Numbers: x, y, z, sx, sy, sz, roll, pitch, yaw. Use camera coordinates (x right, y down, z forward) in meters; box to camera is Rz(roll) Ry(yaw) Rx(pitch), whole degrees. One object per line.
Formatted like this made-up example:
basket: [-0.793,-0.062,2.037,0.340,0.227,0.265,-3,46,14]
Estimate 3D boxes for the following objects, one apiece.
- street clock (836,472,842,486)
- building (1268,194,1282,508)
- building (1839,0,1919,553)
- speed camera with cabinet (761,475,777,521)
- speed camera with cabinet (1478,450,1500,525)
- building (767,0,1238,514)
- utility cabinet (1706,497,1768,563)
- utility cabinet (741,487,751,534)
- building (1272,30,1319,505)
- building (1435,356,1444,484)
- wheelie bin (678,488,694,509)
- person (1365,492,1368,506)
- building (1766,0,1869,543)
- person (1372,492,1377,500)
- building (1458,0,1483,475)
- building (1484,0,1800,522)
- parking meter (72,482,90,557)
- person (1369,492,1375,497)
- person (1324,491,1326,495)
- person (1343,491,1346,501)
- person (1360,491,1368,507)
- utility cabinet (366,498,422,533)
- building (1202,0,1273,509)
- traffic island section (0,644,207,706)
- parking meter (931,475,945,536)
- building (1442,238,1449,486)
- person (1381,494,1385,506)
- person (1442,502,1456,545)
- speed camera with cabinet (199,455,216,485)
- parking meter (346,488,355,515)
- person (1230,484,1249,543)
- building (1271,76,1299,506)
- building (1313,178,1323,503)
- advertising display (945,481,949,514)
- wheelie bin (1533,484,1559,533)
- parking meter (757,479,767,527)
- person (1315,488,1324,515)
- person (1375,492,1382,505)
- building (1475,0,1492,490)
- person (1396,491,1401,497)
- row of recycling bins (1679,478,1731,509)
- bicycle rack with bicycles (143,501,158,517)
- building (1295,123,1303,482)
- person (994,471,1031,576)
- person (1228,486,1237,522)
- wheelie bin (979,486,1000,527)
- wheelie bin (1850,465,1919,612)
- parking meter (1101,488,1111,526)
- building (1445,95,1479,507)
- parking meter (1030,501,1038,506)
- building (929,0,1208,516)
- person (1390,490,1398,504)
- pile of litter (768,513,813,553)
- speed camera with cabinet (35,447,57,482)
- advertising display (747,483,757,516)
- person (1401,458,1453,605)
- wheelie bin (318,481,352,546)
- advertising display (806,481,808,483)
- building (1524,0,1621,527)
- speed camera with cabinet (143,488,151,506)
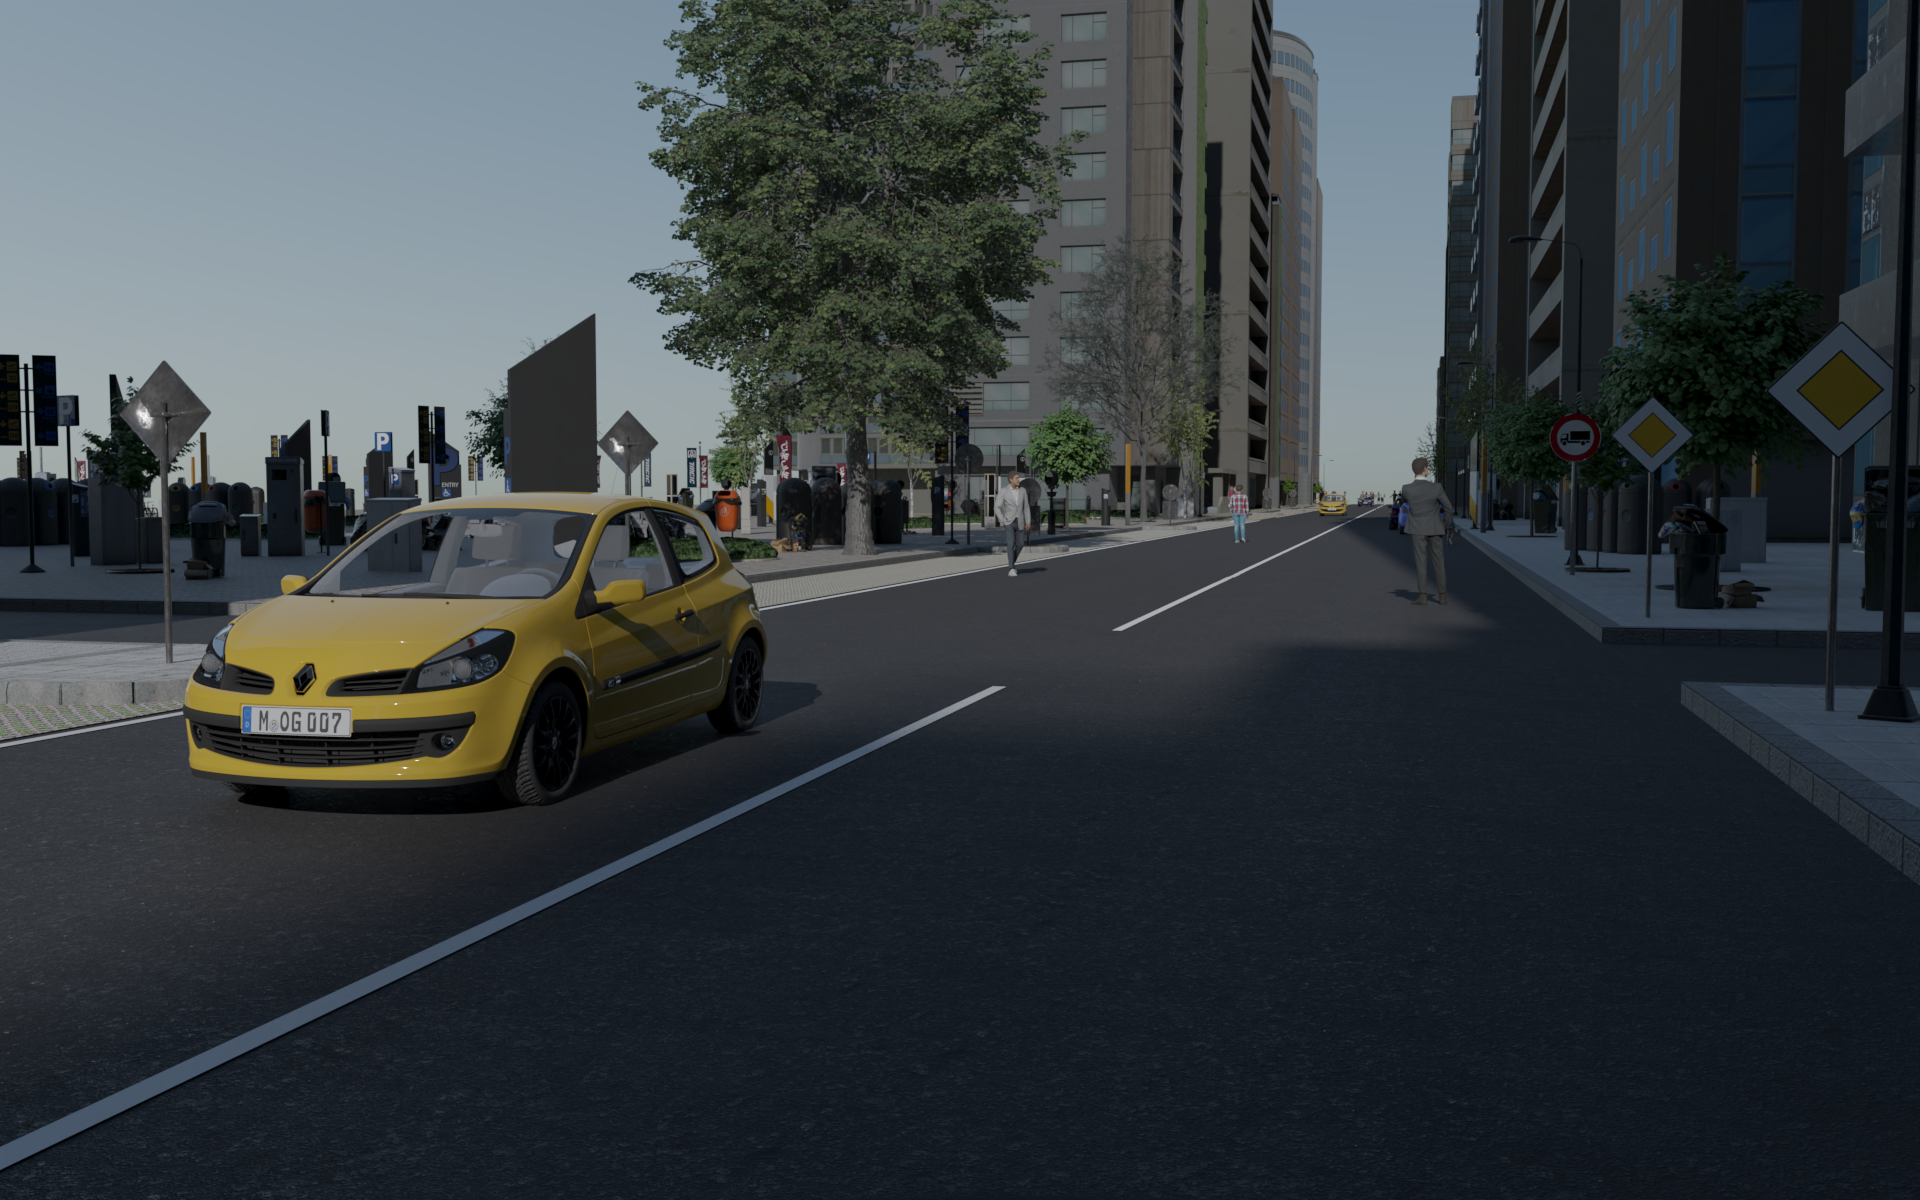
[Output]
street clock: [-4.121,-3.237,57.499,0.358,2.002,0.471,1,4,19]
building: [22.369,-23.858,161.783,14.160,30.474,14.107,1,4,14]
building: [29.864,-24.771,24.611,30.456,49.044,23.786,1,4,14]
speed camera with cabinet: [-8.928,-5.456,83.542,0.660,3.252,2.038,-2,4,-29]
speed camera with cabinet: [22.401,-4.846,73.562,0.660,3.252,2.038,2,4,32]
building: [3.220,-26.383,123.246,32.217,40.220,23.993,1,4,14]
utility cabinet: [14.512,-1.299,32.403,1.020,1.237,0.306,0,4,6]
utility cabinet: [-6.862,-2.868,55.563,0.318,1.500,1.173,0,4,-7]
building: [33.832,-41.495,220.439,21.231,58.520,28.212,1,4,14]
building: [77.072,-23.395,227.539,27.650,21.520,28.899,1,4,14]
wheelie bin: [-13.941,-4.913,88.234,0.693,1.594,0.980,2,4,34]
person: [50.537,-12.605,215.307,1.217,1.735,0.721,2,4,27]
building: [27.207,-24.432,49.570,14.600,45.320,14.200,1,4,14]
person: [58.301,-14.383,244.180,0.721,1.766,1.217,-3,5,-41]
building: [54.503,-32.090,144.285,23.786,49.044,30.456,1,4,14]
building: [36.916,-27.283,96.187,14.600,45.320,14.200,1,4,14]
parking meter: [-18.067,-1.662,35.580,0.372,1.533,0.369,0,3,0]
person: [51.674,-12.739,217.504,1.217,1.743,0.721,-2,4,-24]
person: [39.474,-10.907,187.376,0.434,1.755,0.990,2,4,31]
person: [41.106,-10.779,185.517,0.721,1.735,1.217,0,4,7]
person: [44.816,-11.197,192.104,0.750,1.759,0.617,-1,4,-15]
utility cabinet: [-9.425,-1.081,28.839,1.020,1.237,0.306,2,4,30]
building: [14.193,-31.802,143.667,21.300,48.544,21.600,1,4,14]
traffic island section: [-6.012,0.560,13.129,2.009,0.180,2.903,1,4,14]
parking meter: [-0.691,-2.922,53.479,0.399,1.863,0.255,1,4,13]
building: [61.579,-25.863,194.568,14.160,30.474,14.107,1,4,14]
person: [51.600,-12.200,211.161,0.799,1.438,0.628,3,5,45]
person: [13.739,-2.160,48.825,0.382,1.210,0.505,-3,4,-37]
speed camera with cabinet: [-37.569,-5.740,88.178,2.038,3.252,0.660,-3,5,-40]
parking meter: [-26.011,-4.005,73.900,0.372,1.533,0.369,0,3,0]
person: [8.206,-2.543,50.915,0.563,1.720,0.643,1,4,19]
building: [27.639,-32.671,184.288,14.600,45.320,14.200,1,4,14]
building: [42.737,-36.104,240.410,14.600,45.320,14.200,1,4,14]
advertising display: [-0.912,-4.718,82.347,0.123,1.923,0.974,3,5,43]
wheelie bin: [19.117,-2.981,56.647,0.693,1.594,0.980,3,5,42]
parking meter: [-7.759,-3.797,67.785,0.255,1.863,0.399,-2,4,-33]
person: [24.474,-6.669,117.548,0.705,1.822,1.348,3,5,41]
person: [57.294,-13.918,236.845,1.217,1.735,0.721,3,4,36]
building: [45.841,-35.106,115.988,21.231,58.520,28.212,1,4,14]
person: [50.871,-11.725,200.140,1.348,1.831,0.705,0,4,-4]
row of recycling bins: [18.145,-2.327,45.155,3.534,1.692,1.069,1,4,14]
bicycle rack with bicycles: [-40.410,-4.365,84.754,2.852,0.926,2.925,1,4,18]
building: [31.607,-33.548,198.621,14.600,45.320,14.200,1,4,14]
person: [0.906,-1.353,30.475,0.661,1.843,0.795,-1,4,-20]
person: [13.715,-4.792,86.827,0.580,1.828,0.573,2,4,28]
wheelie bin: [1.146,-3.582,66.468,0.693,1.594,0.980,-2,4,-34]
wheelie bin: [10.324,-0.681,19.046,0.980,1.594,0.693,2,4,28]
parking meter: [5.912,-3.779,70.198,0.372,1.533,0.369,0,3,0]
building: [57.777,-30.331,179.499,14.154,41.232,14.086,1,4,14]
parking meter: [2.809,-3.568,66.747,0.372,1.533,0.369,0,3,0]
building: [6.785,-25.621,102.491,14.154,41.232,14.086,1,4,14]
person: [49.220,-11.507,196.275,0.705,1.869,1.348,-3,4,-37]
pile of litter: [-3.867,-1.515,38.728,1.176,0.858,1.719,1,4,22]
speed camera with cabinet: [-38.366,-4.743,71.889,0.660,3.252,2.038,0,4,6]
advertising display: [-12.016,-5.860,101.021,0.974,1.923,0.123,1,4,21]
person: [6.023,-0.891,22.437,0.648,1.900,0.474,0,4,3]
wheelie bin: [-15.741,-2.169,43.366,0.980,1.594,0.693,-1,4,-17]
advertising display: [-7.215,-4.948,86.117,0.974,1.923,0.123,0,4,2]
building: [36.357,-27.530,73.815,21.300,48.544,21.600,1,4,14]
speed camera with cabinet: [-49.743,-6.771,105.040,0.660,3.252,2.038,0,4,-4]
